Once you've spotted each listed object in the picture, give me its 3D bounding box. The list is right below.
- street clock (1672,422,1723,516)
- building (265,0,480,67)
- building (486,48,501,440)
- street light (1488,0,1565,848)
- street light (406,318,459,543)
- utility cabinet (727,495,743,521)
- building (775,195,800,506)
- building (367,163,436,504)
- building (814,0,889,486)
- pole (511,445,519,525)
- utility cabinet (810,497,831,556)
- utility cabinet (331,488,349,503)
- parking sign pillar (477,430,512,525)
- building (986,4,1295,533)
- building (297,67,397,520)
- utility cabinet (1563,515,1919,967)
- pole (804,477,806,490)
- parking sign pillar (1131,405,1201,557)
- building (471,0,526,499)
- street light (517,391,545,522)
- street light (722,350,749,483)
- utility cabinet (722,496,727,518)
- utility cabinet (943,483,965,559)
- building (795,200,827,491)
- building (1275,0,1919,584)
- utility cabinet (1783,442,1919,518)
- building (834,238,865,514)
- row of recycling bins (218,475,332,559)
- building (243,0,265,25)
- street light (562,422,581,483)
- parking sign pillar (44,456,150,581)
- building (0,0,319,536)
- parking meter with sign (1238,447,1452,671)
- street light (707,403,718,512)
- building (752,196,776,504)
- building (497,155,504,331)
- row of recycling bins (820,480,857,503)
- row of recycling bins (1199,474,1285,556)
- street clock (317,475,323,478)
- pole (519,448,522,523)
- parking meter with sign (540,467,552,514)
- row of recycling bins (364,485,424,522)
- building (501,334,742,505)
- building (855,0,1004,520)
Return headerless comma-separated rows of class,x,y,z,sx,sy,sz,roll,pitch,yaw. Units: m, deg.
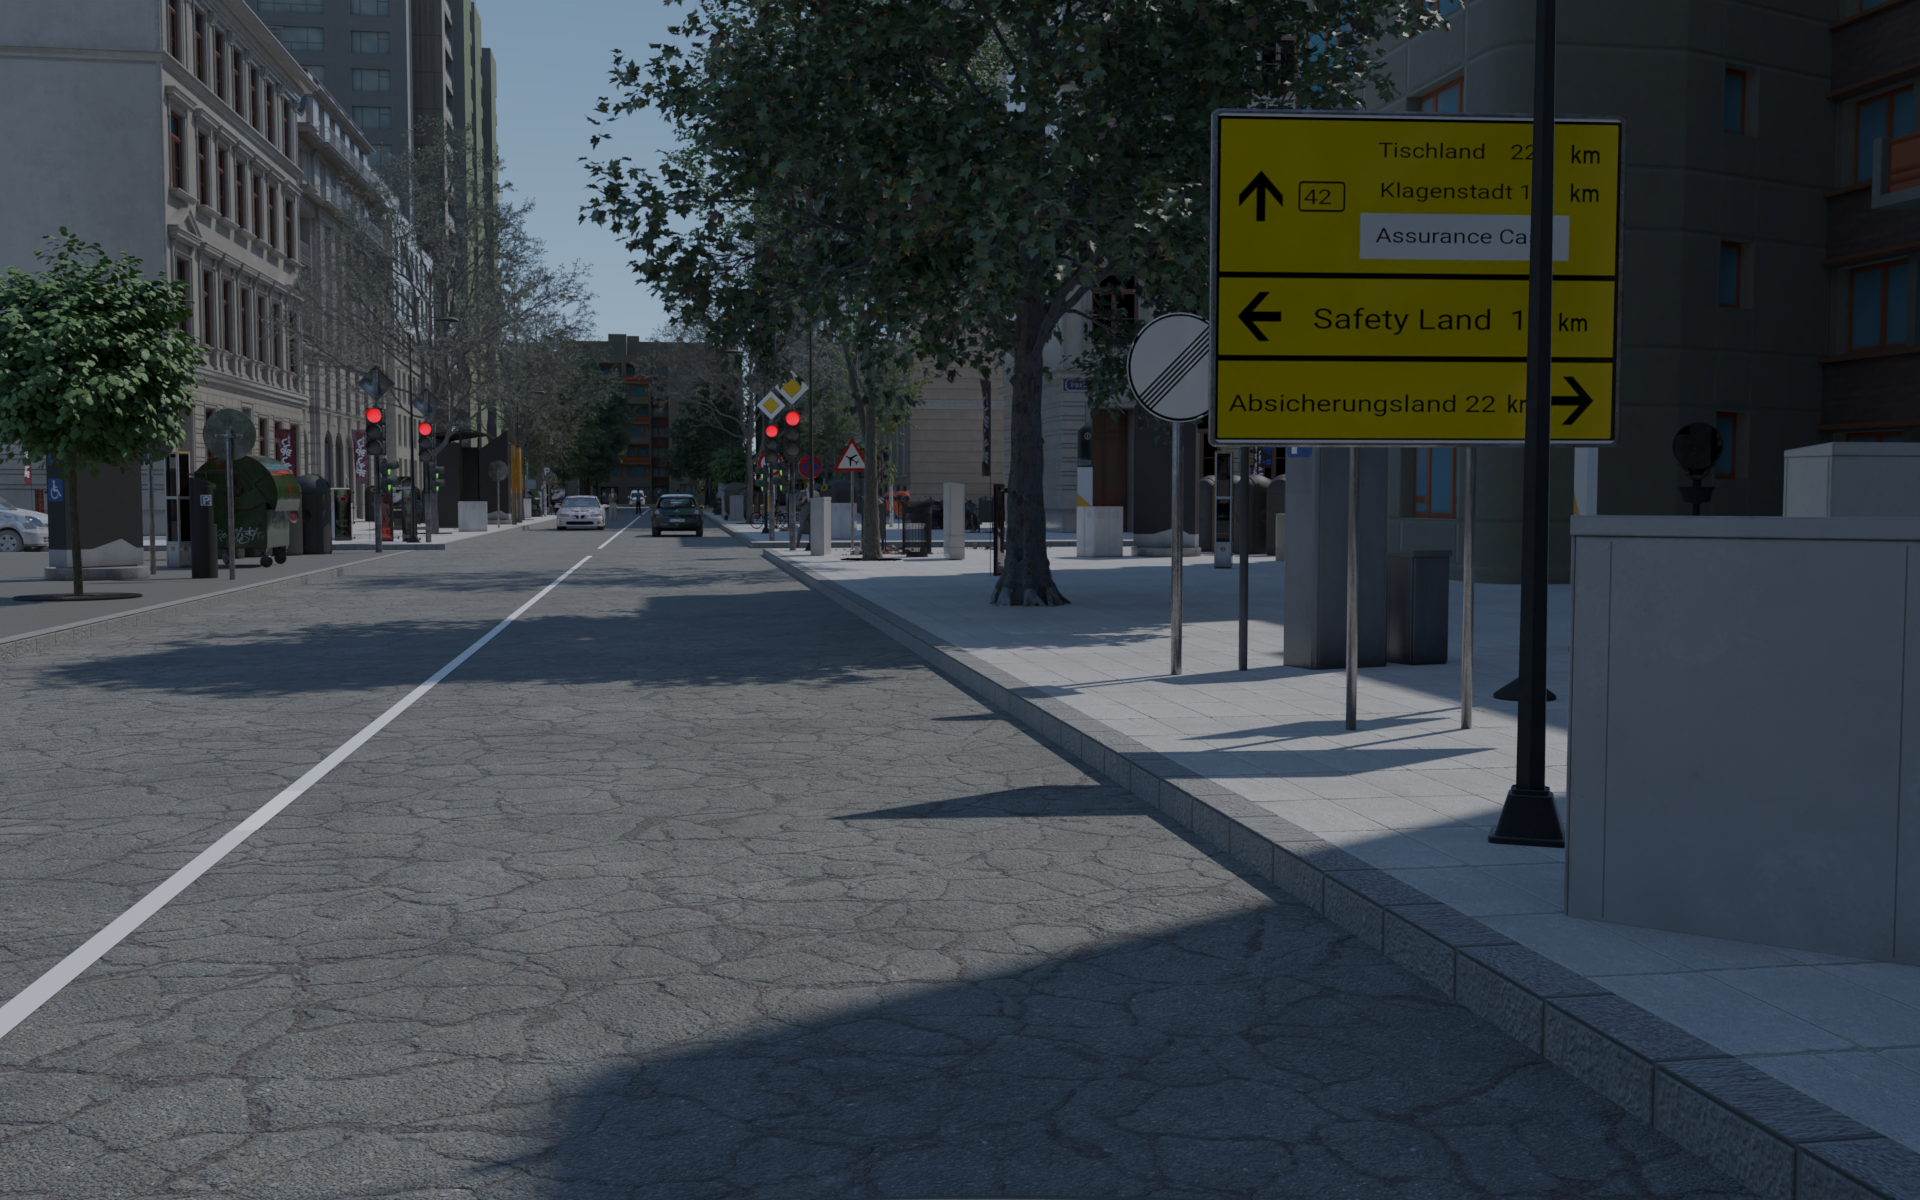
street clock,7.483,-0.798,17.611,0.471,2.002,0.358,2,4,25
building,-45.953,-27.829,138.605,14.154,41.232,14.086,-1,4,-10
building,-48.546,-28.712,153.040,14.154,41.232,14.086,-1,4,-10
street light,1.583,-2.057,6.179,1.470,5.913,1.316,-1,4,-10
street light,-13.883,-4.470,45.623,1.470,5.913,1.316,-1,4,-10
utility cabinet,-10.626,-4.353,82.330,0.306,1.237,1.020,1,4,15
building,-7.982,-34.055,180.492,21.300,48.544,21.600,-1,4,-10
building,-37.969,-15.227,103.709,10.420,20.320,16.860,-1,4,-10
building,-0.218,-31.867,140.631,23.786,49.044,30.456,-1,4,-10
pole,-18.521,-4.773,71.889,0.158,3.312,0.155,0,3,0
utility cabinet,-2.930,-1.541,36.362,0.306,1.237,1.020,0,4,4
utility cabinet,-22.950,-3.346,63.386,1.173,1.500,0.318,-2,4,-24
parking sign pillar,-19.649,-5.173,73.046,1.447,3.967,1.447,0,3,0
building,12.160,-13.845,62.529,21.152,22.565,11.583,-1,4,-10
building,-35.676,-14.773,83.340,13.314,21.916,24.055,-1,4,-10
utility cabinet,2.327,0.374,5.045,1.020,1.237,0.306,3,4,36
pole,-10.751,-7.735,120.307,0.158,3.312,0.155,0,3,0
parking sign pillar,4.264,-2.892,35.756,1.447,3.967,1.447,1,4,19
building,-60.080,-52.444,170.138,31.000,86.520,22.319,-1,4,-10
street light,-19.411,-6.466,78.260,1.470,5.913,1.316,-1,4,-10
street light,-6.836,-5.105,56.006,1.470,5.913,1.316,-1,4,-10
utility cabinet,-12.068,-4.878,90.913,1.020,1.237,0.306,3,4,38
utility cabinet,-0.108,-1.558,34.152,0.318,1.500,1.173,0,4,-6
building,-8.085,-31.334,162.423,14.600,45.320,14.200,-1,4,-10
building,22.097,-10.745,20.729,27.650,21.520,28.899,-1,4,-10
utility cabinet,4.228,0.061,7.677,1.173,1.500,0.318,-1,4,-14
building,-1.376,-18.099,113.939,12.078,24.808,19.932,-1,4,-10
row of recycling bins,-14.300,-1.744,35.625,1.069,1.692,3.534,1,4,17
building,-42.930,-26.982,124.750,14.154,41.232,14.086,-1,4,-10
street light,-25.052,-8.515,111.757,1.470,5.913,1.316,-1,4,-10
parking sign pillar,-13.086,-2.305,26.165,1.447,3.967,1.447,2,4,28
building,-30.574,-13.750,60.963,11.583,22.565,21.152,-1,4,-10
parking meter with sign,2.819,-1.013,12.822,1.738,3.016,0.543,-1,4,-23
street light,-12.216,-7.103,88.667,1.470,5.913,1.316,-1,4,-10
building,-14.026,-34.915,225.489,28.867,44.769,22.147,-1,4,-10
building,-72.646,-36.521,216.724,30.456,49.044,23.786,-1,4,-10
row of recycling bins,-3.600,-2.728,51.715,1.069,1.692,3.534,-1,4,-8
row of recycling bins,6.184,-1.854,37.420,1.069,1.692,3.534,-2,4,-26
street clock,-24.991,-3.843,67.410,0.471,2.002,0.358,-2,4,-27
pole,-19.509,-5.065,76.663,0.158,3.312,0.155,0,3,0
parking meter with sign,-26.772,-7.047,111.476,0.543,3.016,1.738,0,4,2
row of recycling bins,-26.169,-4.531,81.202,3.534,1.692,1.069,0,4,2
building,-43.248,-23.190,224.193,28.899,21.520,27.650,-1,4,-10
building,2.036,-18.851,94.124,13.634,28.700,20.117,-1,4,-10
